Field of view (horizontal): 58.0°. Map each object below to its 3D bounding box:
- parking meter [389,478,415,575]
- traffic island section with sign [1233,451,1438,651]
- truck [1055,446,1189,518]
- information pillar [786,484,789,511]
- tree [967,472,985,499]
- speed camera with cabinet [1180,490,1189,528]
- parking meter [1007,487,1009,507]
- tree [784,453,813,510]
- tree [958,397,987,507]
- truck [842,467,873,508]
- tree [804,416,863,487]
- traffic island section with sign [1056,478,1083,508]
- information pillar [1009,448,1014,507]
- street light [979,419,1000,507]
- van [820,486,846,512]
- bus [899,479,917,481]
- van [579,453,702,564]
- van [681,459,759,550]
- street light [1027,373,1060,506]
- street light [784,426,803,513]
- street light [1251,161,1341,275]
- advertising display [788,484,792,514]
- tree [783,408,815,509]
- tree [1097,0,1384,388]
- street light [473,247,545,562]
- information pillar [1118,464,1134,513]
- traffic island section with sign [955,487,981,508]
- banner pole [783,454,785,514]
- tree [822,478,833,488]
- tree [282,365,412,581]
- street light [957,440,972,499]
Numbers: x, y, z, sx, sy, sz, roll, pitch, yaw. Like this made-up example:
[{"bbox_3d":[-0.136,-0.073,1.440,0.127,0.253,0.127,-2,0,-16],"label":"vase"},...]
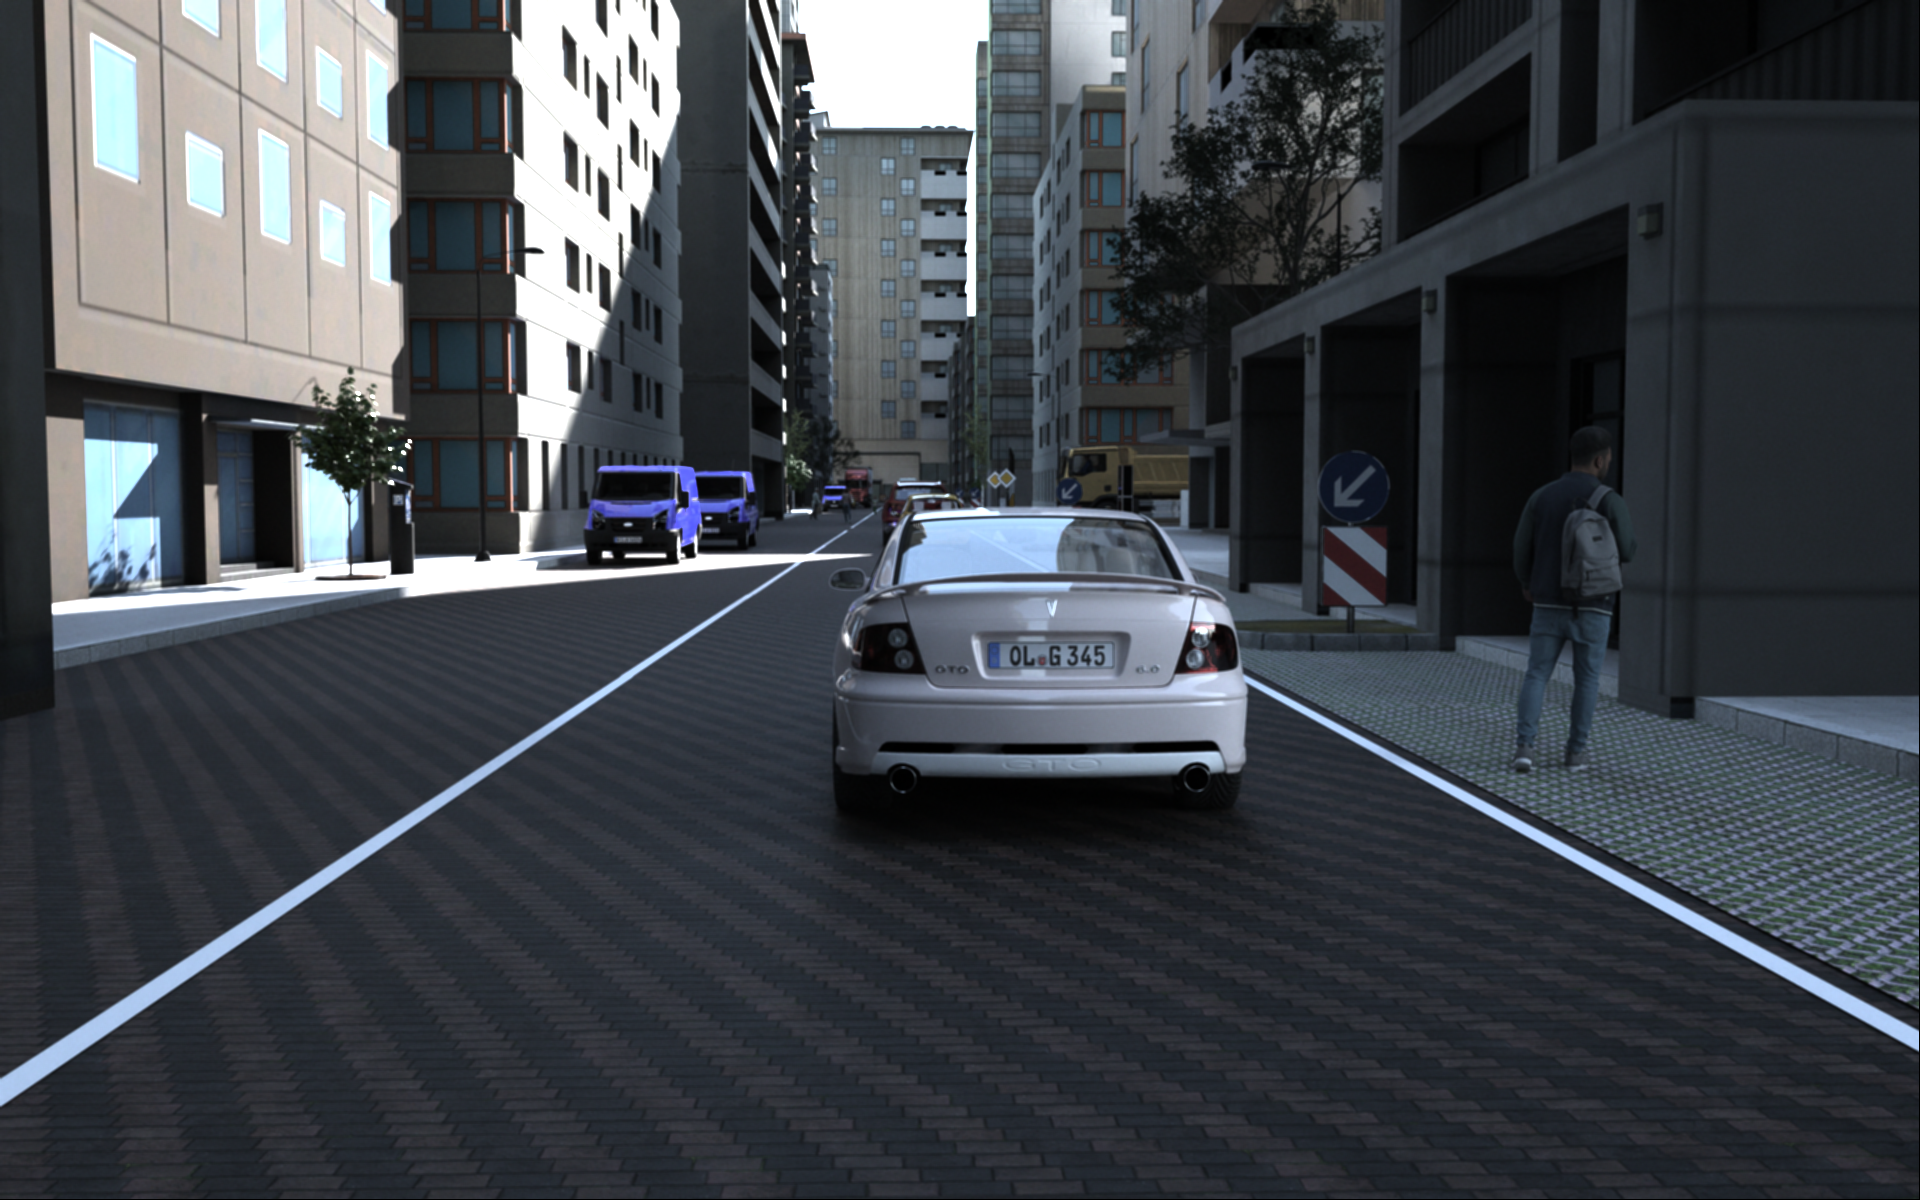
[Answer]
[{"bbox_3d":[-8.940,-1.182,27.735,0.372,1.533,0.369,0,3,0],"label":"parking meter"},{"bbox_3d":[3.471,-0.489,16.619,1.989,1.847,2.006,0,4,-2],"label":"traffic island section with sign"},{"bbox_3d":[7.958,-4.574,70.711,9.791,3.379,3.469,0,4,-3],"label":"truck"},{"bbox_3d":[-12.849,-7.596,128.684,0.304,2.012,0.304,-3,5,-45],"label":"information pillar"},{"bbox_3d":[1.658,-9.653,152.422,1.663,3.219,1.824,0,3,0],"label":"tree"},{"bbox_3d":[9.390,-4.433,66.816,2.038,3.252,0.660,-3,5,-41],"label":"speed camera with cabinet"},{"bbox_3d":[2.754,-5.612,97.470,0.255,1.863,0.399,2,4,26],"label":"parking meter"},{"bbox_3d":[-13.567,-9.537,139.639,4.285,4.588,4.351,0,3,0],"label":"tree"},{"bbox_3d":[1.956,-11.163,132.883,4.737,8.622,4.395,0,3,0],"label":"tree"},{"bbox_3d":[-10.540,-11.688,180.005,2.839,4.237,11.283,0,4,-1],"label":"truck"},{"bbox_3d":[-15.429,-16.410,202.716,8.767,10.594,7.601,0,4,3],"label":"tree"},{"bbox_3d":[2.572,-2.136,43.559,1.989,1.847,2.006,0,4,-2],"label":"traffic island section with sign"},{"bbox_3d":[2.583,-5.846,86.929,0.183,3.616,0.504,-1,4,-21],"label":"information pillar"},{"bbox_3d":[1.861,-8.241,107.279,1.470,5.913,1.316,0,4,-2],"label":"street light"},{"bbox_3d":[-9.844,-8.098,136.793,2.240,2.365,5.245,0,4,-2],"label":"van"},{"bbox_3d":[-6.227,-13.307,212.430,2.948,3.499,13.247,0,3,0],"label":"bus"},{"bbox_3d":[-6.750,-2.001,37.102,2.240,2.365,5.245,0,4,-3],"label":"van"},{"bbox_3d":[-6.461,-2.549,46.056,2.240,2.365,5.245,0,4,-3],"label":"van"},{"bbox_3d":[3.253,-5.740,66.383,1.470,5.913,1.316,0,4,-2],"label":"street light"},{"bbox_3d":[-11.327,-8.870,117.573,1.470,5.913,1.316,0,4,-2],"label":"street light"},{"bbox_3d":[4.757,-3.168,24.331,1.470,5.913,1.316,0,4,-2],"label":"street light"},{"bbox_3d":[-11.168,-6.633,113.656,0.123,1.923,0.974,0,4,1],"label":"advertising display"},{"bbox_3d":[-14.279,-11.961,145.927,4.737,8.622,4.395,0,3,0],"label":"tree"},{"bbox_3d":[5.885,-5.954,31.762,7.601,10.594,8.767,3,5,44],"label":"tree"},{"bbox_3d":[-8.510,-3.680,32.709,1.470,5.913,1.316,0,4,-2],"label":"street light"},{"bbox_3d":[4.066,-2.328,42.557,0.304,2.012,0.304,-1,4,-15],"label":"information pillar"},{"bbox_3d":[0.717,-5.533,99.094,1.989,1.847,2.006,0,4,-2],"label":"traffic island section with sign"},{"bbox_3d":[-11.071,-7.253,108.600,0.401,3.779,0.863,0,4,3],"label":"banner pole"},{"bbox_3d":[-15.630,-13.051,207.979,1.663,3.219,1.824,0,3,0],"label":"tree"},{"bbox_3d":[-9.053,-1.923,26.040,1.663,3.219,1.824,0,3,0],"label":"tree"},{"bbox_3d":[0.408,-10.805,149.205,1.470,5.913,1.316,0,4,-2],"label":"street light"}]
